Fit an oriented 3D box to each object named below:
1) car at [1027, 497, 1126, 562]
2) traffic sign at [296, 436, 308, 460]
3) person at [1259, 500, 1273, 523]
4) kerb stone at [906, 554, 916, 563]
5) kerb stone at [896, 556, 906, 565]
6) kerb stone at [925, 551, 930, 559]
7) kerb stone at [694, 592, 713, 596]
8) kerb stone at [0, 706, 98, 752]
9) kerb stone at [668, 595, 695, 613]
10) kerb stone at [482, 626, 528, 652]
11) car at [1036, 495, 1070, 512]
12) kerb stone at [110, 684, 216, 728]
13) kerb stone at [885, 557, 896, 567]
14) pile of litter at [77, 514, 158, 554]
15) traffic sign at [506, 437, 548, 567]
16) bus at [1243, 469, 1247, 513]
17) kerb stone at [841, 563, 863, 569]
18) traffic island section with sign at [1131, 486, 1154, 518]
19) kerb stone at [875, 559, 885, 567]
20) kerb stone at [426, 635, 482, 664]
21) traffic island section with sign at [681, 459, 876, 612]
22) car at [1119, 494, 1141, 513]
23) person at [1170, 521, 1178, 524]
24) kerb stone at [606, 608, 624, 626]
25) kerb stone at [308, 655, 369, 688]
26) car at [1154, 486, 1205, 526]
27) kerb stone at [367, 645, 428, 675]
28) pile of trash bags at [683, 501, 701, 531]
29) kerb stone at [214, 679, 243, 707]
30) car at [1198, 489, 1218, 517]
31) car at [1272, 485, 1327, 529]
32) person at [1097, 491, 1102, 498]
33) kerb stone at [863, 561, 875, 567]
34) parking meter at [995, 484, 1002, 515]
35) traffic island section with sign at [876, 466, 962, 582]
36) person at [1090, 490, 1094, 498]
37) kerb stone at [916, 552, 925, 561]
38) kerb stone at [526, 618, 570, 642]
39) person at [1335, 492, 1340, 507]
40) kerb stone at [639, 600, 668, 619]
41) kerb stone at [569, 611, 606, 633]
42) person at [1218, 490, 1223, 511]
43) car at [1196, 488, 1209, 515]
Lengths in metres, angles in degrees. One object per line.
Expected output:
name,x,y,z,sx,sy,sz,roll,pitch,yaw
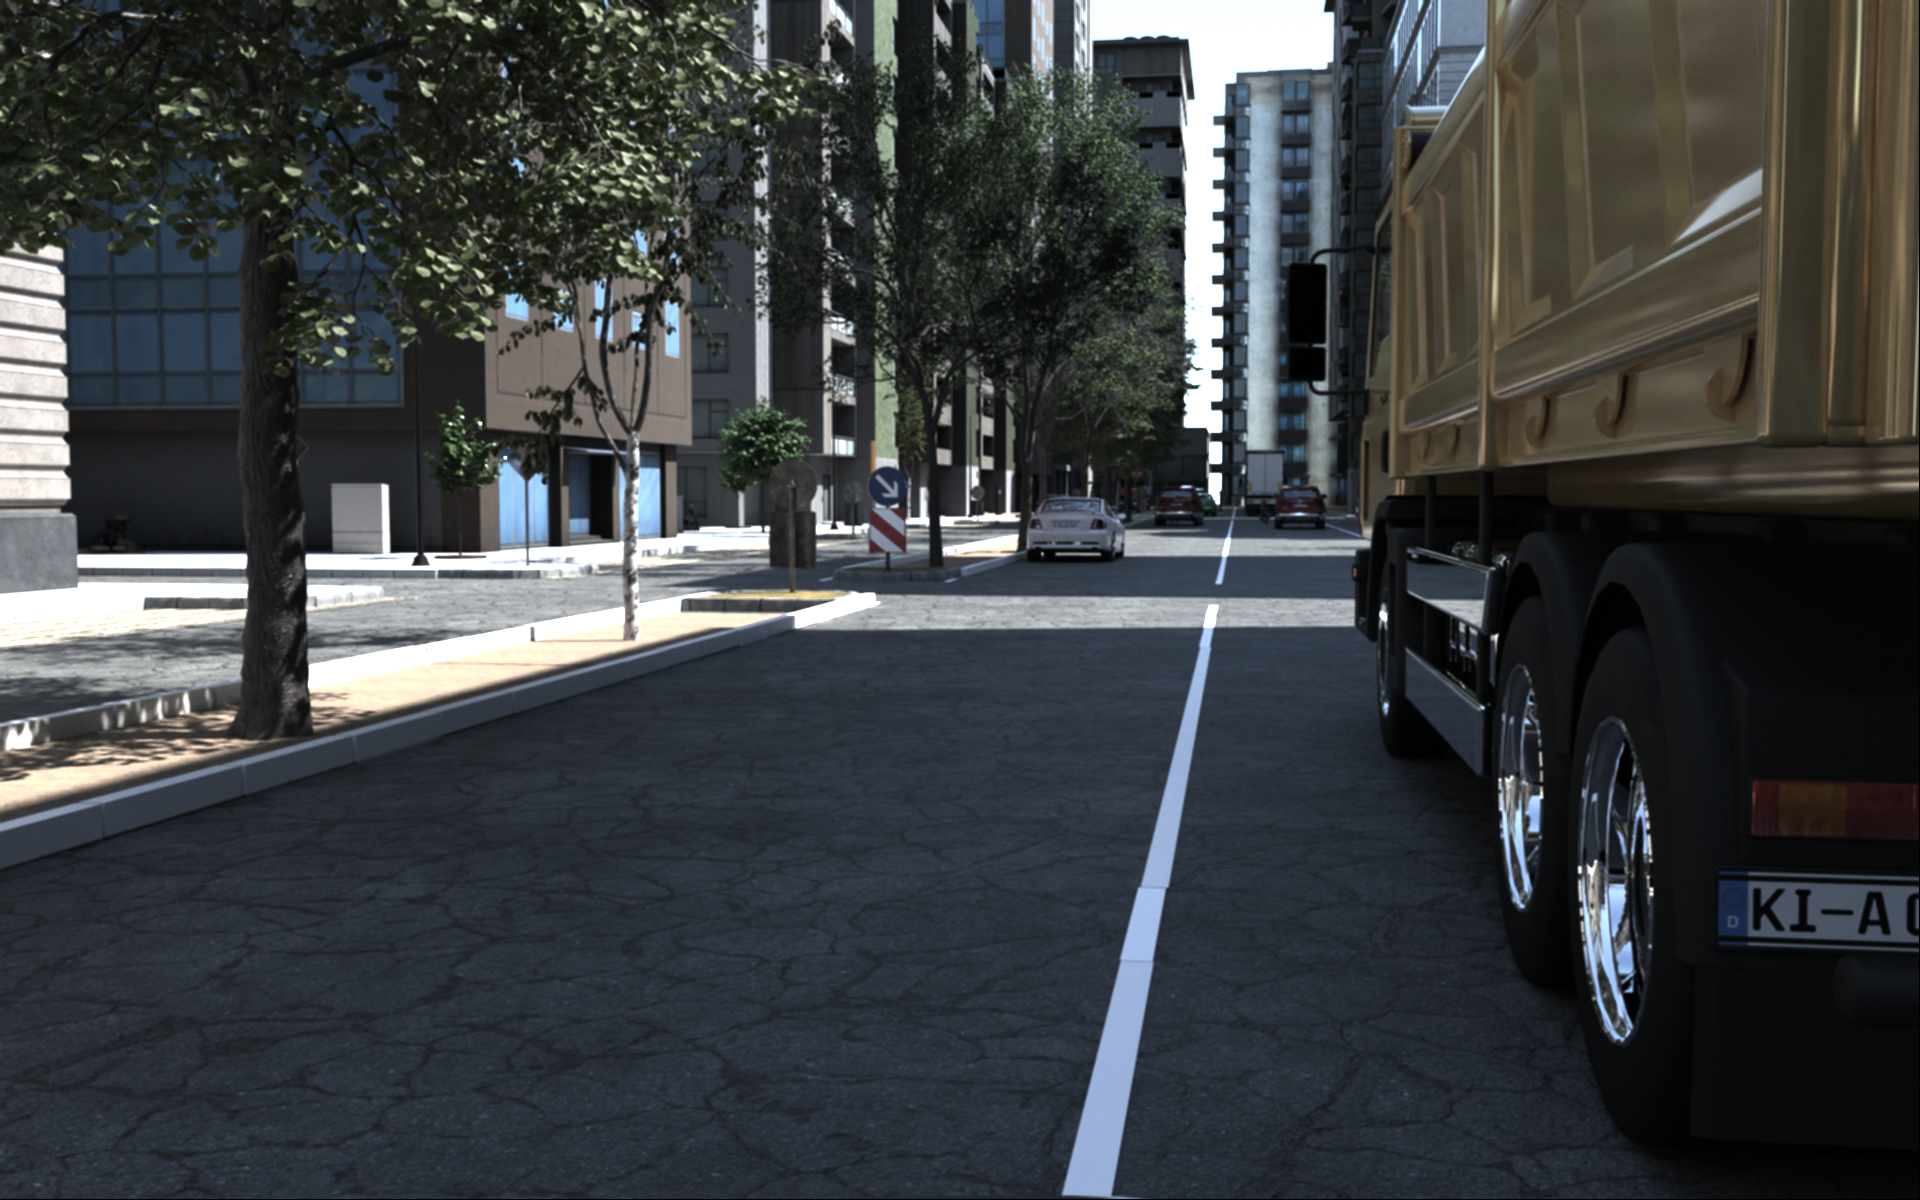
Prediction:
car,2.585,-1.578,38.162,2.083,1.381,4.827,1,4,10
traffic sign,-8.918,-1.167,22.725,0.795,2.450,0.064,1,4,9
person,14.974,-4.311,84.491,0.738,1.151,1.012,3,4,38
kerb stone,-1.118,-0.836,35.871,0.120,0.150,1.000,1,4,9
kerb stone,-1.283,-0.774,34.858,0.120,0.150,1.000,1,4,9
kerb stone,-0.800,-0.960,37.894,0.120,0.150,1.000,1,4,9
kerb stone,-3.322,0.000,22.192,0.120,0.150,1.000,1,4,9
kerb stone,-5.280,0.748,10.033,0.120,0.150,1.000,1,4,9
kerb stone,-3.481,0.065,21.179,0.120,0.150,1.000,1,4,9
kerb stone,-4.300,0.380,16.114,0.120,0.150,1.000,1,4,9
car,4.981,-4.750,89.662,2.014,1.417,4.499,1,4,9
kerb stone,-5.109,0.682,11.048,0.120,0.150,1.000,1,4,9
kerb stone,-1.450,-0.713,33.849,0.120,0.150,1.000,1,4,9
pile of litter,-18.443,-1.453,37.719,1.719,0.858,1.176,1,4,12
traffic sign,-7.651,-1.649,30.609,0.795,2.450,0.064,1,4,9
bus,22.803,-8.510,130.680,2.896,3.916,12.252,1,4,10
kerb stone,-1.937,-0.527,30.808,0.120,0.150,1.000,1,4,9
traffic island section with sign,10.814,-5.831,103.466,2.006,1.907,1.989,1,4,9
kerb stone,-1.621,-0.649,32.830,0.120,0.150,1.000,1,4,9
kerb stone,-4.458,0.438,15.096,0.120,0.150,1.000,1,4,9
traffic island section with sign,-2.282,-0.846,21.961,2.006,1.907,1.989,1,4,9
car,13.170,-7.654,134.934,2.009,1.686,4.222,0,4,8
person,10.446,-4.623,84.294,0.606,1.804,0.583,-2,4,-29
kerb stone,-3.816,0.190,19.152,0.120,0.150,1.000,1,4,9
kerb stone,-4.786,0.559,13.067,0.120,0.150,1.000,1,4,9
car,9.999,-4.294,78.881,2.281,1.827,5.304,1,4,10
kerb stone,-4.631,0.497,14.077,0.120,0.150,1.000,1,4,9
pile of trash bags,-10.709,-3.050,59.620,1.912,1.369,3.447,3,4,38
kerb stone,-4.945,0.624,12.057,0.120,0.150,1.000,1,4,9
car,15.573,-6.268,111.283,1.959,1.807,4.718,1,4,11
car,14.178,-3.895,72.355,2.281,1.827,5.304,1,4,10
person,12.409,-8.851,153.927,0.721,1.735,1.217,-1,4,-18
kerb stone,-1.775,-0.589,31.819,0.120,0.150,1.000,1,4,9
parking meter,2.344,-6.061,104.816,0.399,1.863,0.255,-3,4,-38
traffic island section with sign,-1.098,-1.293,29.274,2.006,1.907,1.989,1,4,9
person,10.392,-7.725,135.541,0.721,1.736,1.217,0,4,-6
kerb stone,-0.956,-0.898,36.884,0.120,0.150,1.000,1,4,9
kerb stone,-4.137,0.310,17.133,0.120,0.150,1.000,1,4,9
person,39.140,-10.416,179.715,0.530,1.710,0.541,-1,4,-8
kerb stone,-3.648,0.125,20.164,0.120,0.150,1.000,1,4,9
kerb stone,-3.979,0.248,18.143,0.120,0.150,1.000,1,4,9
person,21.947,-8.324,145.315,0.721,1.743,1.217,1,4,15
car,15.916,-6.676,117.825,2.281,1.827,5.304,1,4,8
